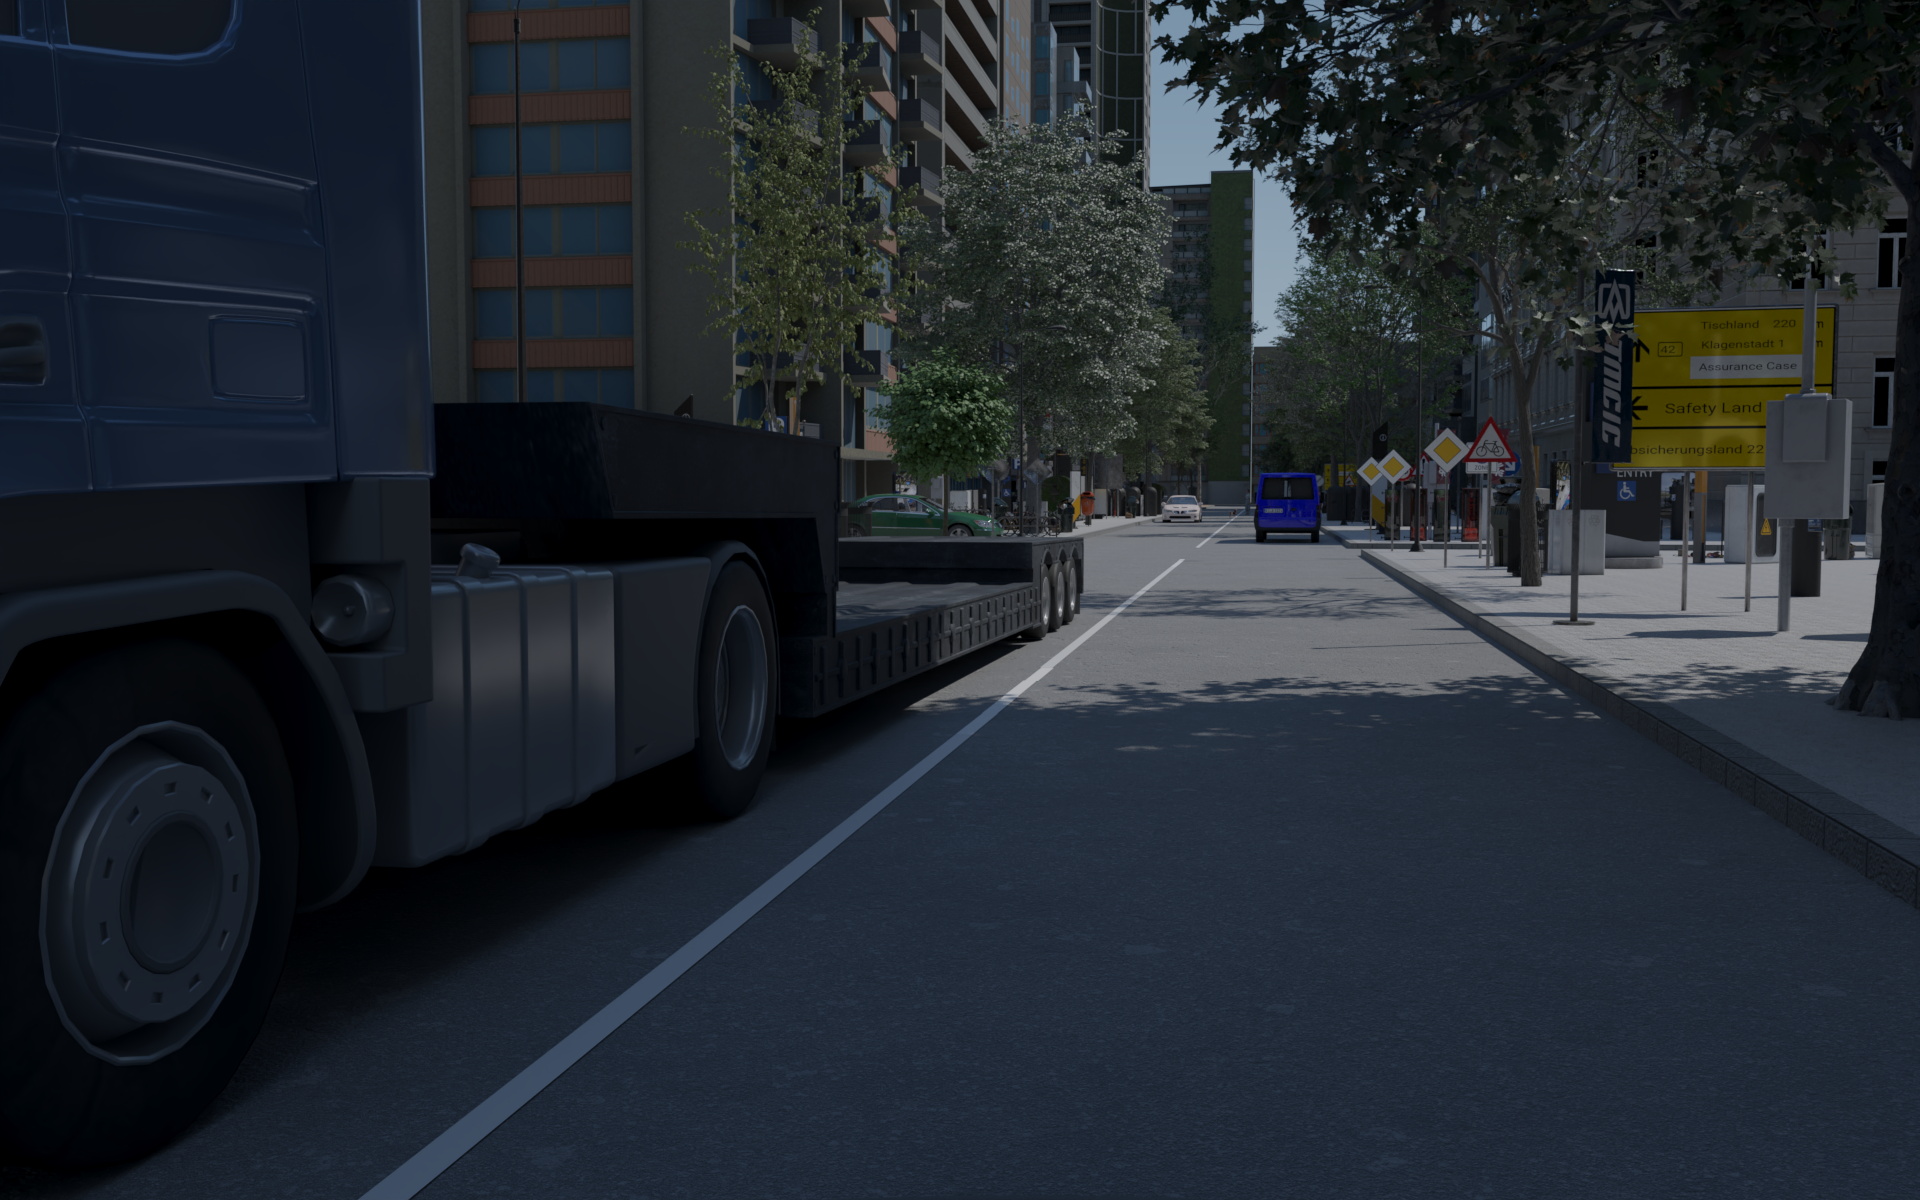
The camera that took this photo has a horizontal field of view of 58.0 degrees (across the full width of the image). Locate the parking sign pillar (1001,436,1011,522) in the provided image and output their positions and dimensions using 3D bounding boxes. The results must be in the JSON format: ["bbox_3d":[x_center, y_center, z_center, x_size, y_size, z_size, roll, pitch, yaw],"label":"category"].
[{"bbox_3d":[2.136,-5.597,79.977,1.447,3.967,1.447,0,4,0],"label":"parking sign pillar"}]

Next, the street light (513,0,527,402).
[{"bbox_3d":[-3.375,-2.616,15.319,1.470,5.913,1.316,1,4,10],"label":"street light"}]

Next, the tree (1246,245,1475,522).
[{"bbox_3d":[18.477,-10.345,79.509,12.009,13.543,11.850,0,3,0],"label":"tree"}]

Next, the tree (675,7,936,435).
[{"bbox_3d":[-2.602,-4.704,27.271,4.737,8.622,4.395,0,3,0],"label":"tree"}]

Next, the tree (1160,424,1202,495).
[{"bbox_3d":[20.109,-12.467,154.196,4.360,8.622,3.978,0,3,0],"label":"tree"}]

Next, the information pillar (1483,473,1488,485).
[{"bbox_3d":[30.918,-6.754,101.788,0.183,3.616,0.504,-3,4,-39],"label":"information pillar"}]

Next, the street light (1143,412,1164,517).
[{"bbox_3d":[11.035,-7.636,97.390,1.470,5.913,1.316,1,4,10],"label":"street light"}]

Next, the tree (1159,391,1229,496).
[{"bbox_3d":[21.548,-14.444,161.912,9.928,11.665,9.643,0,3,0],"label":"tree"}]

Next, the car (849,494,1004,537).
[{"bbox_3d":[-1.300,-2.053,45.370,4.920,1.459,2.131,1,4,10],"label":"car"}]

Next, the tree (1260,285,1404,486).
[{"bbox_3d":[19.338,-10.598,91.404,7.486,12.596,7.792,0,3,0],"label":"tree"}]

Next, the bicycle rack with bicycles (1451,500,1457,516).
[{"bbox_3d":[30.847,-5.606,105.044,2.852,0.926,2.925,-1,4,-17],"label":"bicycle rack with bicycles"}]

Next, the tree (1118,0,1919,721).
[{"bbox_3d":[5.610,-5.668,9.677,9.611,12.733,9.660,0,3,0],"label":"tree"}]

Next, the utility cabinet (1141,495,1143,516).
[{"bbox_3d":[10.899,-5.615,102.964,0.306,1.237,1.020,3,5,39],"label":"utility cabinet"}]

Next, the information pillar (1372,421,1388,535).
[{"bbox_3d":[13.325,-3.889,54.941,0.504,3.616,0.183,1,4,11],"label":"information pillar"}]

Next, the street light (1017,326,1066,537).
[{"bbox_3d":[2.239,-4.614,47.979,1.470,5.913,1.316,1,4,10],"label":"street light"}]

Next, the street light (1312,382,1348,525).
[{"bbox_3d":[15.315,-6.047,71.408,1.470,5.913,1.316,1,4,10],"label":"street light"}]

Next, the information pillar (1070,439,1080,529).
[{"bbox_3d":[4.231,-4.426,63.726,0.183,3.616,0.504,3,5,44],"label":"information pillar"}]

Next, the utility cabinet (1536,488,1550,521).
[{"bbox_3d":[21.983,-3.496,65.836,1.173,1.500,0.318,-3,5,-42],"label":"utility cabinet"}]

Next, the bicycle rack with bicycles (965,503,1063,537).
[{"bbox_3d":[1.733,-2.341,51.659,2.925,0.926,2.852,0,4,-2],"label":"bicycle rack with bicycles"}]

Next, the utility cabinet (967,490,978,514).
[{"bbox_3d":[0.639,-5.351,96.175,0.318,1.500,1.173,-1,4,-22],"label":"utility cabinet"}]

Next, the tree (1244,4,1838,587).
[{"bbox_3d":[8.037,-5.486,24.114,8.767,10.594,7.601,1,4,11],"label":"tree"}]

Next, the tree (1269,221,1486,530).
[{"bbox_3d":[14.916,-8.305,61.546,9.928,11.665,9.643,0,3,0],"label":"tree"}]

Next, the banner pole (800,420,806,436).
[{"bbox_3d":[-5.305,-4.181,58.383,0.401,3.779,0.863,0,4,8],"label":"banner pole"}]

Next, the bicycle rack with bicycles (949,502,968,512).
[{"bbox_3d":[0.082,-3.714,74.110,2.925,0.926,2.852,0,4,-7],"label":"bicycle rack with bicycles"}]

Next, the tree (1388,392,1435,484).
[{"bbox_3d":[29.761,-10.012,114.061,4.737,8.622,4.395,0,3,0],"label":"tree"}]

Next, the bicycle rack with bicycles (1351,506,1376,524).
[{"bbox_3d":[18.233,-3.763,74.906,2.852,0.926,2.925,-2,4,-24],"label":"bicycle rack with bicycles"}]

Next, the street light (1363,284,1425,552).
[{"bbox_3d":[9.606,-4.026,38.361,1.470,5.913,1.316,1,4,10],"label":"street light"}]

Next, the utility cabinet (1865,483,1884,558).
[{"bbox_3d":[18.243,-1.575,34.432,0.318,1.500,1.173,1,4,21],"label":"utility cabinet"}]

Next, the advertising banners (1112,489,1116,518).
[{"bbox_3d":[8.518,-6.063,95.320,0.090,3.025,2.074,1,4,10],"label":"advertising banners"}]

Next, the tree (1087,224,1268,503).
[{"bbox_3d":[14.843,-16.229,121.230,12.611,20.169,13.585,0,3,0],"label":"tree"}]

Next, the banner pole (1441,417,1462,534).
[{"bbox_3d":[15.954,-4.047,56.185,0.863,3.779,0.401,3,5,40],"label":"banner pole"}]

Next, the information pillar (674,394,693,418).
[{"bbox_3d":[-6.502,-3.029,40.883,0.504,3.616,0.183,1,4,19],"label":"information pillar"}]

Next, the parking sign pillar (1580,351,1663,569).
[{"bbox_3d":[11.532,-2.552,30.205,1.447,3.967,1.447,0,4,-7],"label":"parking sign pillar"}]

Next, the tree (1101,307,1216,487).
[{"bbox_3d":[11.570,-11.405,104.599,7.486,12.596,7.792,0,3,0],"label":"tree"}]

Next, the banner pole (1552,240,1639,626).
[{"bbox_3d":[6.268,-1.651,17.015,0.863,3.779,0.401,-1,4,-17],"label":"banner pole"}]

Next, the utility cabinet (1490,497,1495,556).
[{"bbox_3d":[11.378,-1.531,36.192,0.306,1.237,1.020,2,4,32],"label":"utility cabinet"}]

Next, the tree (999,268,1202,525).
[{"bbox_3d":[5.207,-8.345,70.859,8.767,10.594,7.601,1,4,11],"label":"tree"}]

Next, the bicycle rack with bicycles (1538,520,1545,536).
[{"bbox_3d":[18.178,-2.474,53.830,2.925,0.926,2.852,0,4,-4],"label":"bicycle rack with bicycles"}]

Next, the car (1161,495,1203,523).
[{"bbox_3d":[11.257,-4.601,87.580,2.083,1.381,4.827,1,4,10],"label":"car"}]

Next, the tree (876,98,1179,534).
[{"bbox_3d":[2.272,-9.139,56.080,9.857,13.997,8.962,0,3,0],"label":"tree"}]

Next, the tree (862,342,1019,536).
[{"bbox_3d":[-0.408,-3.291,37.520,4.285,4.588,4.351,0,3,0],"label":"tree"}]
